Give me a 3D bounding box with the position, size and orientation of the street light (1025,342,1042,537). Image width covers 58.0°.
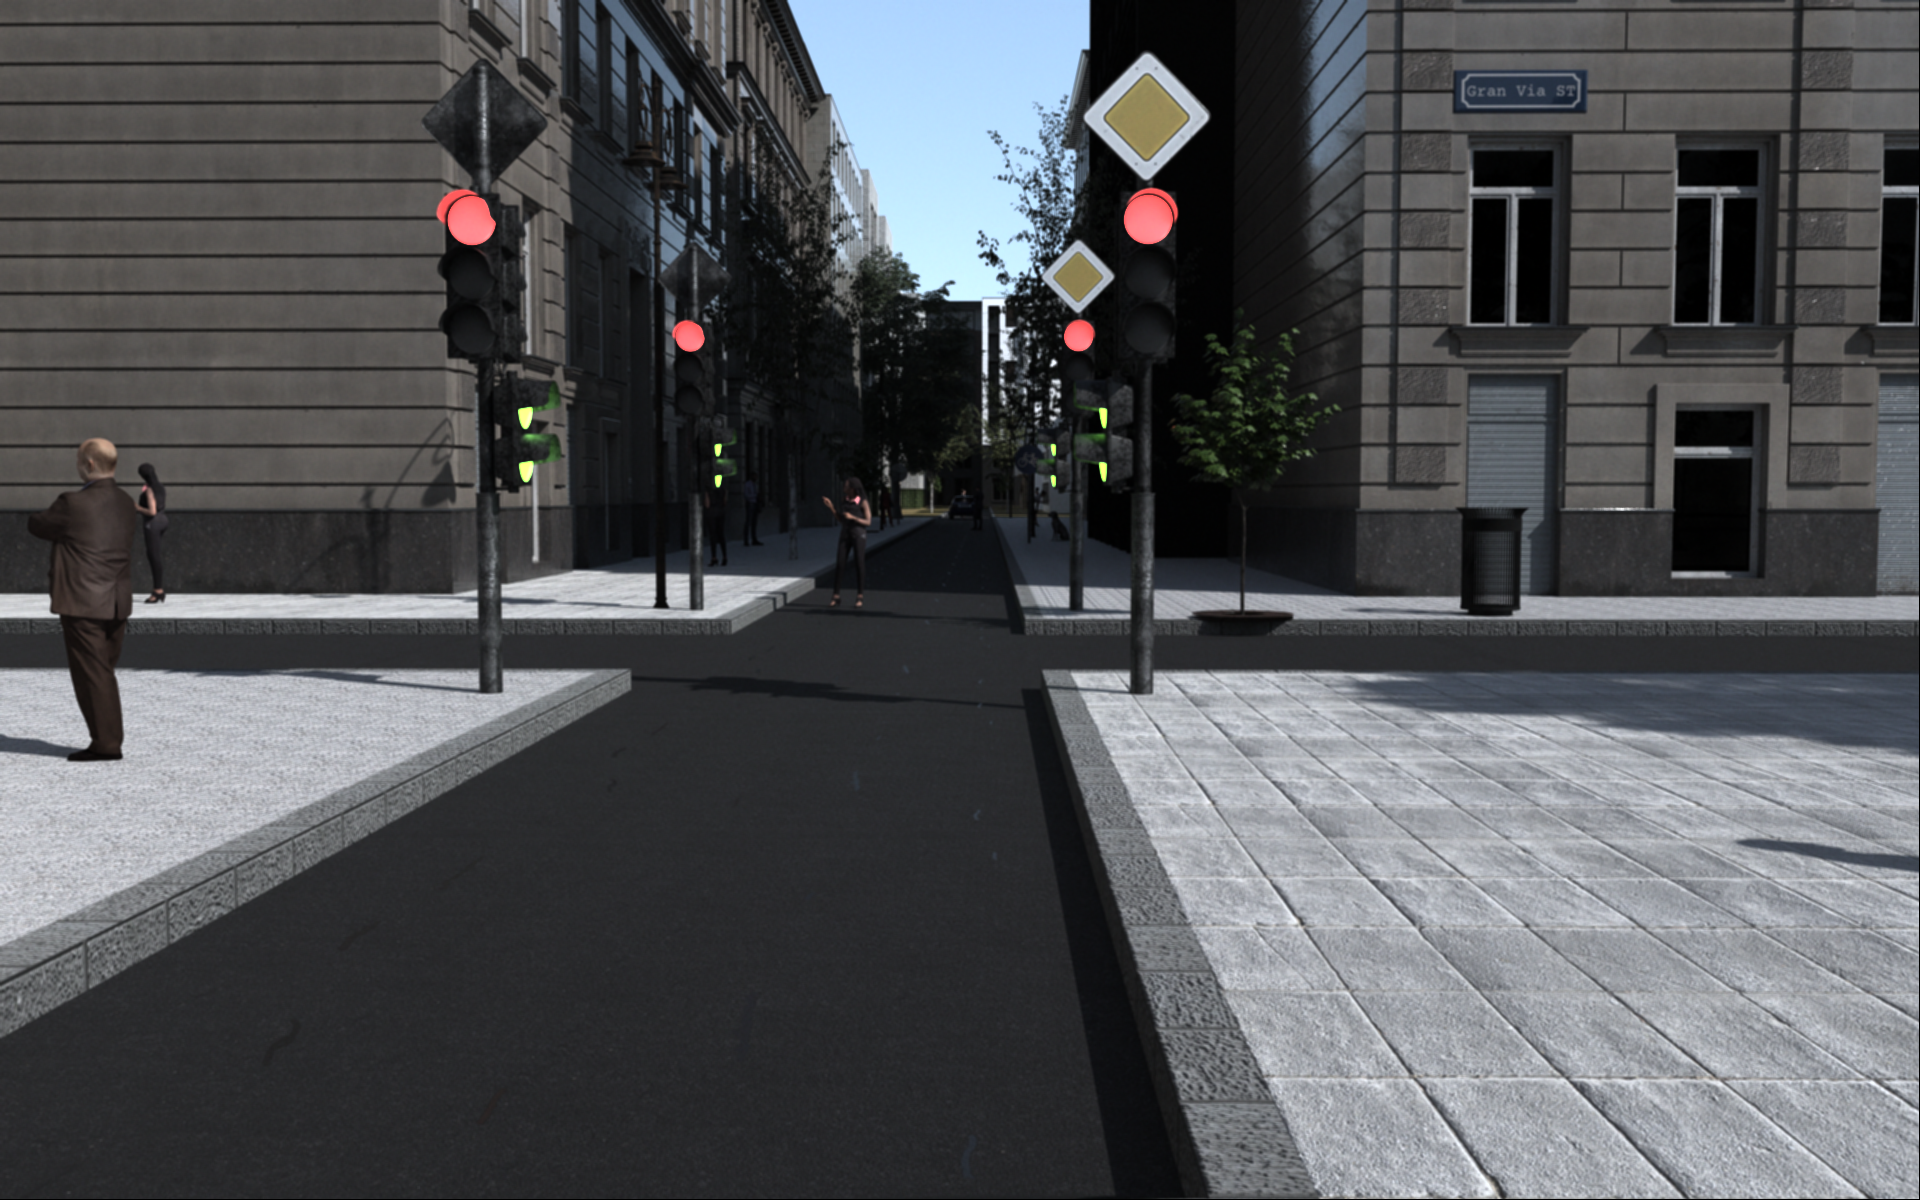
[{"bbox_3d":[2.184,-4.821,51.609,0.468,5.910,1.993,0,4,1],"label":"street light"}]

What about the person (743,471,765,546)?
[{"bbox_3d":[-5.042,-2.262,42.890,0.599,1.838,0.709,1,4,21],"label":"person"}]

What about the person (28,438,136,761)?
[{"bbox_3d":[-4.205,-0.001,8.327,0.388,1.546,0.482,1,4,17],"label":"person"}]

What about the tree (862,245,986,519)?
[{"bbox_3d":[-3.278,-11.127,88.576,9.857,13.997,8.962,0,3,0],"label":"tree"}]

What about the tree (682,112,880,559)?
[{"bbox_3d":[-3.300,-5.090,33.583,4.360,8.622,3.978,0,3,0],"label":"tree"}]

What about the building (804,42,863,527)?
[{"bbox_3d":[-9.977,-13.448,74.618,10.420,20.320,16.860,0,4,1],"label":"building"}]

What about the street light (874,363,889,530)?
[{"bbox_3d":[-2.775,-5.415,61.325,0.468,5.910,1.993,0,4,1],"label":"street light"}]

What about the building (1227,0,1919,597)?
[{"bbox_3d":[17.133,-14.005,26.247,25.104,27.353,12.463,0,4,1],"label":"building"}]

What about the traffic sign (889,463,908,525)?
[{"bbox_3d":[-2.559,-4.394,71.945,0.768,2.556,0.104,0,4,1],"label":"traffic sign"}]

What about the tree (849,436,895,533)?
[{"bbox_3d":[-3.238,-3.867,57.819,1.663,3.219,1.824,0,3,0],"label":"tree"}]

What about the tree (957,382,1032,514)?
[{"bbox_3d":[2.851,-9.829,111.059,4.737,8.622,4.395,0,3,0],"label":"tree"}]

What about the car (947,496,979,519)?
[{"bbox_3d":[0.239,-5.294,99.141,1.945,1.354,3.894,0,4,-1],"label":"car"}]

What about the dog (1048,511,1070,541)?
[{"bbox_3d":[2.850,-2.028,47.540,0.800,0.831,0.513,1,4,16],"label":"dog"}]

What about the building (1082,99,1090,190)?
[{"bbox_3d":[11.654,-13.458,61.835,13.314,21.916,24.055,0,4,1],"label":"building"}]

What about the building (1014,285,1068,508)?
[{"bbox_3d":[13.175,-18.732,162.691,16.016,20.091,11.380,0,4,1],"label":"building"}]

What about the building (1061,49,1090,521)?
[{"bbox_3d":[10.829,-15.589,83.758,11.050,23.489,19.941,0,4,1],"label":"building"}]

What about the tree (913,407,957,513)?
[{"bbox_3d":[-1.719,-10.220,117.458,4.737,8.622,4.395,0,3,0],"label":"tree"}]

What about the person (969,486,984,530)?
[{"bbox_3d":[0.621,-3.679,69.101,0.568,1.767,0.683,2,4,25],"label":"person"}]

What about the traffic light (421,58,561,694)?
[{"bbox_3d":[-3.011,-1.335,11.069,0.839,4.213,0.868,0,4,1],"label":"traffic light"}]

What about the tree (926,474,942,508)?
[{"bbox_3d":[-2.099,-10.169,160.871,1.663,3.219,1.824,0,3,0],"label":"tree"}]

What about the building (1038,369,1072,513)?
[{"bbox_3d":[10.360,-10.552,114.675,9.099,9.664,28.070,0,4,1],"label":"building"}]

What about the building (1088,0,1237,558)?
[{"bbox_3d":[9.763,-12.980,41.907,12.332,23.373,15.834,0,4,1],"label":"building"}]

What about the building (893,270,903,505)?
[{"bbox_3d":[-12.320,-16.838,131.729,16.016,20.091,11.380,0,4,1],"label":"building"}]

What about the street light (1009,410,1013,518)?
[{"bbox_3d":[2.737,-7.372,93.323,0.468,5.910,1.993,0,4,1],"label":"street light"}]

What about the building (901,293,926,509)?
[{"bbox_3d":[-19.215,-18.005,160.839,31.486,18.905,16.747,0,4,1],"label":"building"}]

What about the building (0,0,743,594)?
[{"bbox_3d":[-11.946,-14.448,33.484,12.463,27.353,25.104,0,4,1],"label":"building"}]

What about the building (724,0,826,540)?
[{"bbox_3d":[-10.493,-11.732,56.447,10.561,19.102,19.286,0,4,1],"label":"building"}]

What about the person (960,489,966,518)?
[{"bbox_3d":[0.266,-5.856,105.047,0.445,1.727,0.742,-1,4,-14],"label":"person"}]

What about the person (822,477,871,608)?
[{"bbox_3d":[-1.422,-0.722,21.771,0.593,1.643,0.415,-1,4,-11],"label":"person"}]

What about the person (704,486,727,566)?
[{"bbox_3d":[-4.357,-1.425,30.808,0.415,1.643,0.593,0,4,8],"label":"person"}]

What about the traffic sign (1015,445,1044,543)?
[{"bbox_3d":[1.801,-2.747,45.021,0.768,2.556,0.104,0,4,8],"label":"traffic sign"}]

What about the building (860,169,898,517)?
[{"bbox_3d":[-13.094,-14.919,110.382,16.747,18.905,31.486,0,4,1],"label":"building"}]

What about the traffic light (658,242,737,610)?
[{"bbox_3d":[-2.896,-1.823,19.053,0.839,4.213,0.868,0,4,1],"label":"traffic light"}]

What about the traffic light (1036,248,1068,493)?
[{"bbox_3d":[1.265,-1.820,19.010,0.839,4.213,0.868,0,4,1],"label":"traffic light"}]

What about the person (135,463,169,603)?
[{"bbox_3d":[-9.573,-0.790,20.425,0.593,1.643,0.415,3,5,41],"label":"person"}]

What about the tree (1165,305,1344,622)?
[{"bbox_3d":[2.877,-1.427,17.929,1.663,3.219,1.824,0,3,0],"label":"tree"}]

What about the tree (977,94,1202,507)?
[{"bbox_3d":[2.252,-5.007,32.223,4.360,8.622,3.978,0,3,0],"label":"tree"}]

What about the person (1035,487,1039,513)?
[{"bbox_3d":[5.283,-6.704,116.343,0.721,1.739,1.217,0,4,2],"label":"person"}]

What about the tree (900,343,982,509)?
[{"bbox_3d":[-2.240,-14.451,143.703,7.806,13.903,7.818,0,3,0],"label":"tree"}]

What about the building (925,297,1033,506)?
[{"bbox_3d":[0.305,-21.402,193.890,32.646,21.610,27.936,0,4,1],"label":"building"}]

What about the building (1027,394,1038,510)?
[{"bbox_3d":[10.361,-12.276,142.859,9.099,9.664,28.070,0,4,1],"label":"building"}]

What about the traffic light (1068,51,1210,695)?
[{"bbox_3d":[1.150,-1.332,11.026,0.839,4.213,0.868,0,4,1],"label":"traffic light"}]

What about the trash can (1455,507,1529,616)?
[{"bbox_3d":[5.637,-0.412,18.383,0.748,1.137,0.748,0,3,0],"label":"trash can"}]

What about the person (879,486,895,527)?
[{"bbox_3d":[-2.875,-3.672,67.783,0.593,1.614,0.444,2,4,26],"label":"person"}]

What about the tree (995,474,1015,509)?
[{"bbox_3d":[3.646,-9.384,148.026,1.663,3.219,1.824,0,3,0],"label":"tree"}]

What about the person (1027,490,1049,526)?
[{"bbox_3d":[3.067,-3.643,68.792,0.799,1.438,0.628,-2,4,-24],"label":"person"}]

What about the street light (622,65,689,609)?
[{"bbox_3d":[-3.362,-2.845,19.303,0.468,5.910,1.993,0,4,1],"label":"street light"}]
